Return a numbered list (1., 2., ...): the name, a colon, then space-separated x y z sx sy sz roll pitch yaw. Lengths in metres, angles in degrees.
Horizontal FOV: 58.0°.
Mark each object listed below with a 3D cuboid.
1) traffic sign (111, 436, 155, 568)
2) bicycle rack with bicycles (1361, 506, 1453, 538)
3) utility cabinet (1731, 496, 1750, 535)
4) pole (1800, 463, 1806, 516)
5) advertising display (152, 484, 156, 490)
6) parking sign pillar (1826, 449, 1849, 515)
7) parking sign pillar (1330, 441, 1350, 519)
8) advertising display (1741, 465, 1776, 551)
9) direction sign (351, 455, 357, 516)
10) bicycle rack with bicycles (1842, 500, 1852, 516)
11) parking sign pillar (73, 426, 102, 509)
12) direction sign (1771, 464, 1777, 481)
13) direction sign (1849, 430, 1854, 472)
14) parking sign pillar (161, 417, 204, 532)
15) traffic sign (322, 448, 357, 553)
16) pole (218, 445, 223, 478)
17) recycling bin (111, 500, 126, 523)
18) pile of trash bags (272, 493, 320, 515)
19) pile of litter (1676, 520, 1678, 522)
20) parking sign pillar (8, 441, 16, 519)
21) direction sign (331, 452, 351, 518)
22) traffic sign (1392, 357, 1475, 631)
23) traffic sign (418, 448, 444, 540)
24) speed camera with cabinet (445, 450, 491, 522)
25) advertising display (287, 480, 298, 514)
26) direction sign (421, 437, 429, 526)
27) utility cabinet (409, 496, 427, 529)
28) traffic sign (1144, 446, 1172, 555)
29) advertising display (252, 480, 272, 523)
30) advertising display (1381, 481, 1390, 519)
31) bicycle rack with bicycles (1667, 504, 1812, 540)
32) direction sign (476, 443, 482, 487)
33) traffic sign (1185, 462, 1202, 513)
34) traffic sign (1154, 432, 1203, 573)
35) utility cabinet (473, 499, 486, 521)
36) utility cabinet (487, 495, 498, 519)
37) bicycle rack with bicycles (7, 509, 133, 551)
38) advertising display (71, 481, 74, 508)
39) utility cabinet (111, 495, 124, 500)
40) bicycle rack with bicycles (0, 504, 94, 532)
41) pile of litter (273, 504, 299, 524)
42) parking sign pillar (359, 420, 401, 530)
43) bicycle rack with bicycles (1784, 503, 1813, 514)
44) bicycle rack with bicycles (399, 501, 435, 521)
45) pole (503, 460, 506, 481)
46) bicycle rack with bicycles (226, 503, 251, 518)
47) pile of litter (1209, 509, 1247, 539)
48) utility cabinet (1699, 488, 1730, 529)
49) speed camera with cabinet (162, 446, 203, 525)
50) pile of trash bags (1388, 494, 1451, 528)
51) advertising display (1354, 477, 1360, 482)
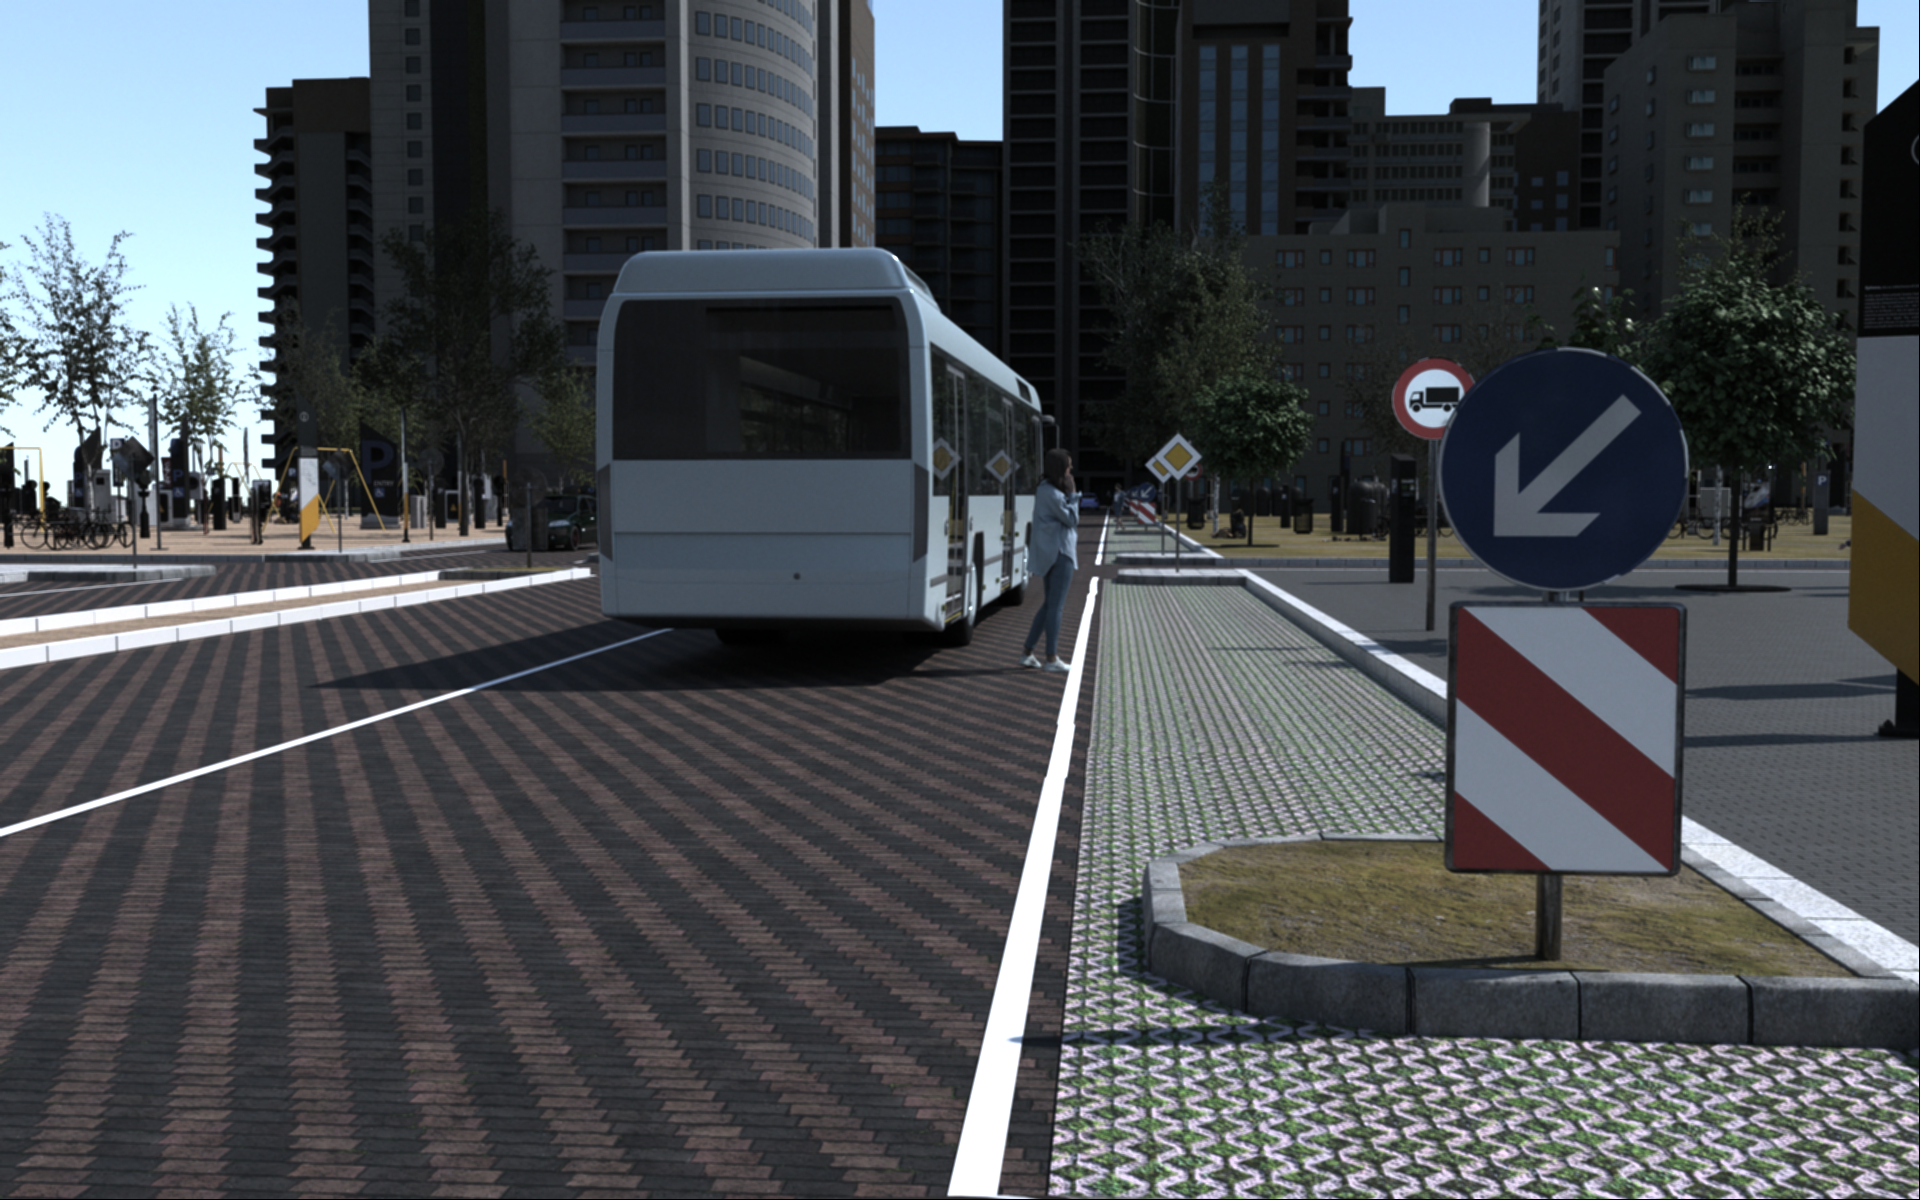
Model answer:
1. traffic sign: -14.225 -1.600 29.808 0.795 2.450 0.064 0 4 5
2. bicycle rack with bicycles: 13.370 -2.352 51.834 2.925 0.926 2.852 0 4 -4
3. utility cabinet: 24.561 -2.639 54.303 1.020 1.237 0.306 -3 4 -37
4. pole: 45.416 -6.082 93.288 0.158 3.312 0.155 0 3 0
5. advertising display: -49.732 -6.270 107.725 0.974 1.923 0.123 0 4 4
6. parking sign pillar: 52.991 -7.103 104.602 1.447 3.967 1.447 -1 4 -21
7. parking sign pillar: 19.802 -6.162 89.220 1.447 3.967 1.447 1 4 10
8. advertising display: 18.070 -2.081 39.233 0.123 1.923 0.974 -1 4 -13
9. direction sign: -36.559 -6.831 103.676 0.379 3.537 0.876 1 4 18
10. bicycle rack with bicycles: 52.085 -5.279 99.698 2.852 0.926 2.925 3 5 42
11. parking sign pillar: -34.358 -4.879 68.241 1.447 3.967 1.447 0 4 5
12. direction sign: 48.002 -6.762 102.562 0.876 3.537 0.379 -2 4 -24
13. direction sign: 31.693 -4.208 60.801 0.876 3.537 0.379 1 4 23
14. parking sign pillar: -26.950 -4.368 59.882 1.447 3.967 1.447 -1 4 -17
15. traffic sign: -13.529 -2.087 37.763 0.795 2.450 0.064 0 4 5
16. pole: -30.966 -4.817 72.594 0.158 3.312 0.155 0 3 0
17. recycling bin: -38.015 -3.992 77.830 0.722 1.027 0.722 0 4 6
18. pile of trash bags: -41.718 -6.031 108.359 3.447 1.369 1.912 2 4 27
19. pile of litter: 32.476 -3.944 78.457 1.176 0.858 1.719 -1 4 -14
20. parking sign pillar: -48.907 -6.101 88.225 1.447 3.967 1.447 -3 4 -38
21. direction sign: -33.582 -6.212 93.569 0.876 3.537 0.379 1 4 21
22. traffic sign: 4.423 -0.985 16.207 0.768 2.556 0.104 1 4 12
23. traffic sign: -14.672 -2.929 47.999 0.768 2.556 0.104 1 4 9
24. speed camera with cabinet: -22.242 -5.129 78.187 2.038 3.252 0.660 1 4 13
25. advertising display: -31.527 -4.687 81.853 0.123 1.923 0.974 0 4 0
26. direction sign: -21.462 -4.726 69.266 0.379 3.537 0.876 -1 4 -23
27. utility cabinet: -20.191 -3.268 64.600 0.306 1.237 1.020 0 4 2
28. traffic sign: 4.246 -1.991 36.194 0.795 2.450 0.064 0 4 5
29. advertising display: -31.278 -4.429 77.630 0.974 1.923 0.123 1 4 20
30. advertising display: 21.468 -5.061 87.956 0.974 1.923 0.123 -3 4 -38
31. bicycle rack with bicycles: 22.087 -2.215 49.593 2.852 0.926 2.925 -2 4 -32
32. direction sign: -21.359 -5.194 76.917 0.379 3.537 0.876 -2 4 -29
33. traffic sign: 8.648 -3.949 64.679 0.768 2.556 0.104 1 4 12
34. traffic sign: 3.550 -1.504 28.239 0.795 2.450 0.064 0 4 5
35. utility cabinet: -22.614 -4.455 81.520 0.318 1.500 1.173 -2 4 -29
36. utility cabinet: -23.830 -4.697 87.951 0.306 1.237 1.020 -3 5 -42
37. bicycle rack with bicycles: -20.807 -1.676 40.786 2.852 0.926 2.925 2 4 30
38. advertising display: -42.250 -4.756 82.975 0.974 1.923 0.123 2 4 33
39. utility cabinet: -51.093 -5.718 104.656 1.020 1.237 0.306 0 4 -1
40. bicycle rack with bicycles: -34.296 -3.148 64.852 2.925 0.926 2.852 -1 4 -21
41. pile of litter: -28.910 -3.682 74.171 1.176 0.858 1.719 0 4 6
42. parking sign pillar: -21.168 -4.566 63.121 1.447 3.967 1.447 -1 4 -16
43. bicycle rack with bicycles: 33.995 -3.586 72.015 2.925 0.926 2.852 1 4 22
44. bicycle rack with bicycles: -25.973 -4.289 83.505 2.925 0.926 2.852 -2 4 -24
45. pole: -27.168 -6.699 103.371 0.158 3.312 0.155 0 3 0
46. bicycle rack with bicycles: -39.044 -4.956 94.419 2.925 0.926 2.852 -3 5 -41
47. pile of litter: 7.797 -2.220 50.269 1.176 0.858 1.719 2 4 28
48. utility cabinet: 27.646 -3.356 63.556 1.173 1.500 0.318 3 5 42
49. speed camera with cabinet: -32.262 -4.703 71.232 2.038 3.252 0.660 -1 4 -11
50. pile of trash bags: 16.881 -3.418 65.630 3.447 1.369 1.912 -2 4 -24
51. advertising display: 15.021 -3.690 65.550 0.123 1.923 0.974 0 4 8
